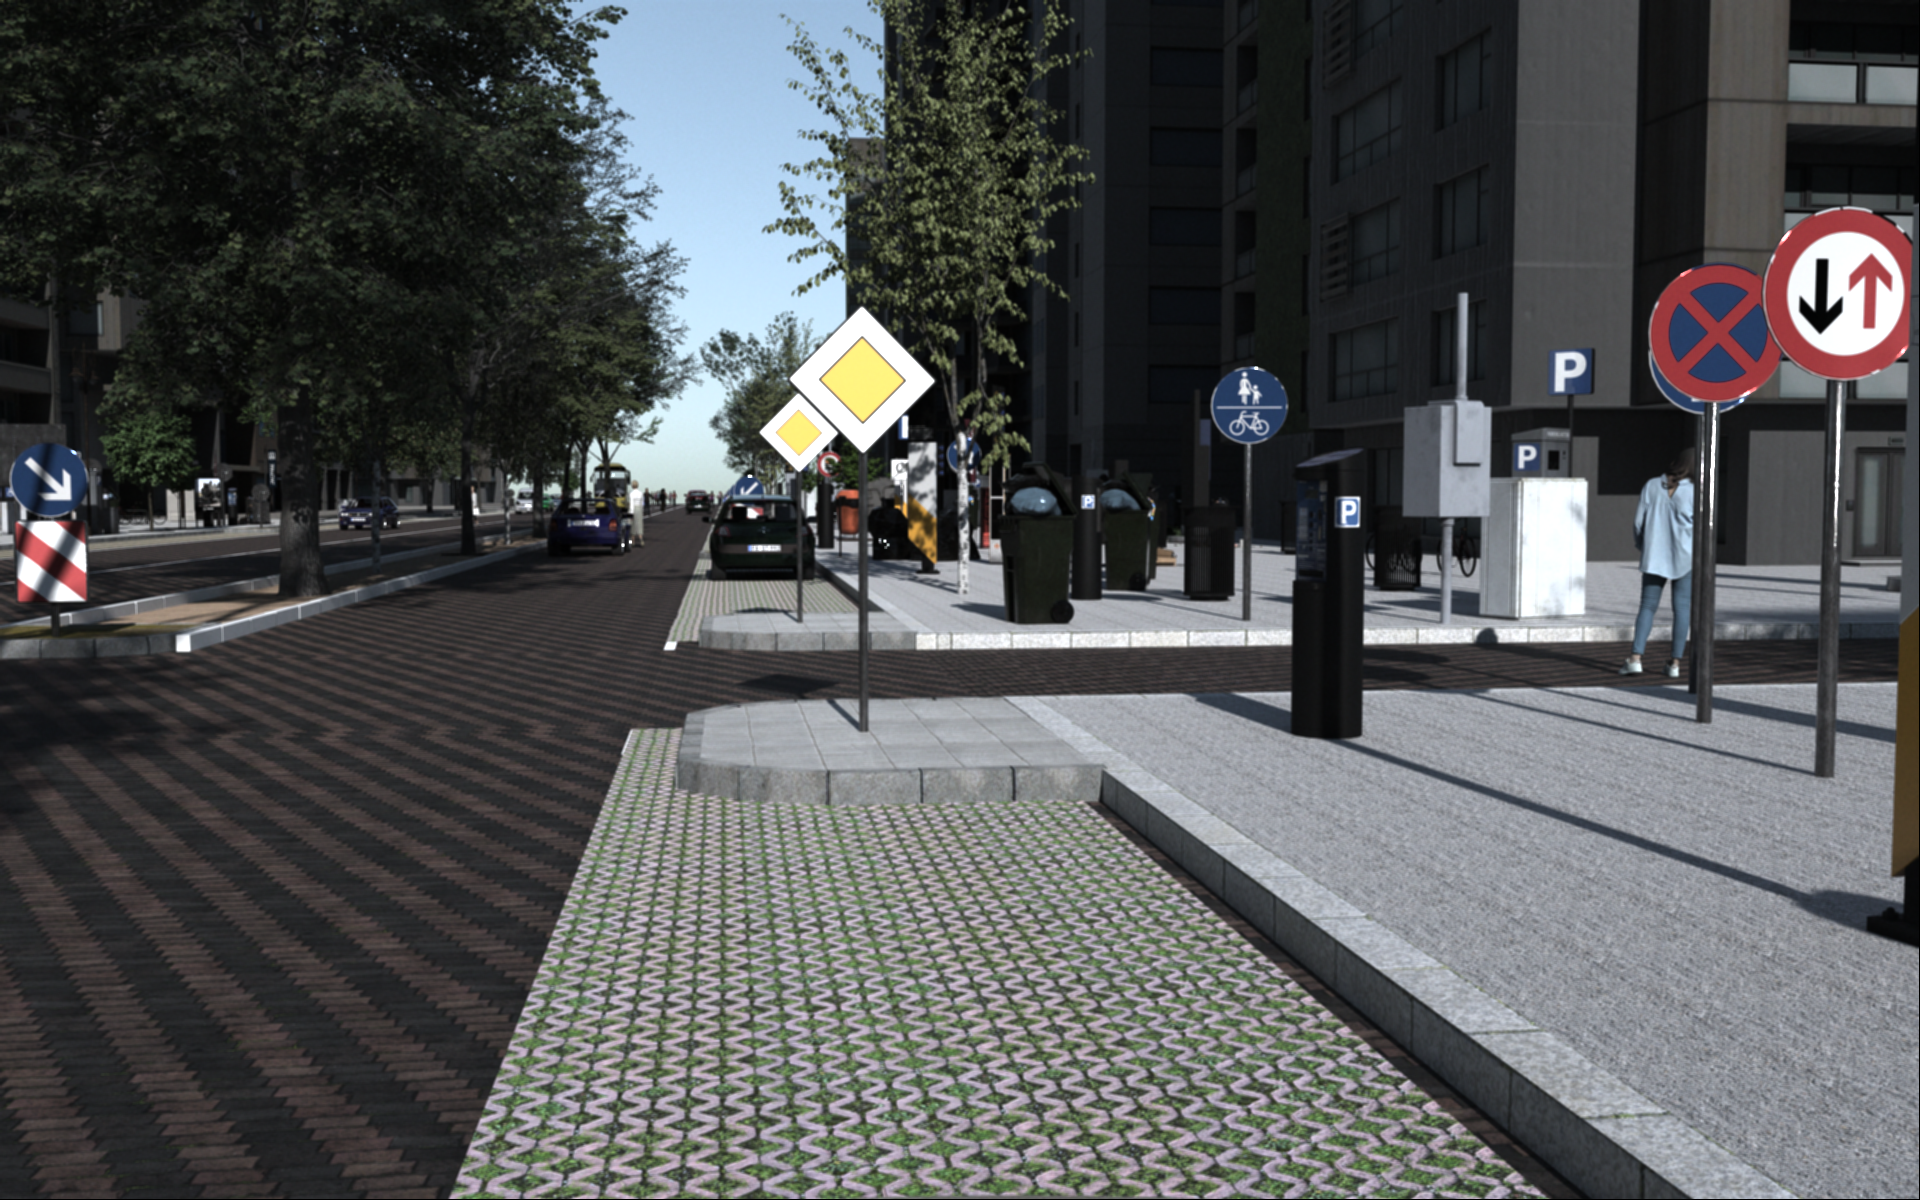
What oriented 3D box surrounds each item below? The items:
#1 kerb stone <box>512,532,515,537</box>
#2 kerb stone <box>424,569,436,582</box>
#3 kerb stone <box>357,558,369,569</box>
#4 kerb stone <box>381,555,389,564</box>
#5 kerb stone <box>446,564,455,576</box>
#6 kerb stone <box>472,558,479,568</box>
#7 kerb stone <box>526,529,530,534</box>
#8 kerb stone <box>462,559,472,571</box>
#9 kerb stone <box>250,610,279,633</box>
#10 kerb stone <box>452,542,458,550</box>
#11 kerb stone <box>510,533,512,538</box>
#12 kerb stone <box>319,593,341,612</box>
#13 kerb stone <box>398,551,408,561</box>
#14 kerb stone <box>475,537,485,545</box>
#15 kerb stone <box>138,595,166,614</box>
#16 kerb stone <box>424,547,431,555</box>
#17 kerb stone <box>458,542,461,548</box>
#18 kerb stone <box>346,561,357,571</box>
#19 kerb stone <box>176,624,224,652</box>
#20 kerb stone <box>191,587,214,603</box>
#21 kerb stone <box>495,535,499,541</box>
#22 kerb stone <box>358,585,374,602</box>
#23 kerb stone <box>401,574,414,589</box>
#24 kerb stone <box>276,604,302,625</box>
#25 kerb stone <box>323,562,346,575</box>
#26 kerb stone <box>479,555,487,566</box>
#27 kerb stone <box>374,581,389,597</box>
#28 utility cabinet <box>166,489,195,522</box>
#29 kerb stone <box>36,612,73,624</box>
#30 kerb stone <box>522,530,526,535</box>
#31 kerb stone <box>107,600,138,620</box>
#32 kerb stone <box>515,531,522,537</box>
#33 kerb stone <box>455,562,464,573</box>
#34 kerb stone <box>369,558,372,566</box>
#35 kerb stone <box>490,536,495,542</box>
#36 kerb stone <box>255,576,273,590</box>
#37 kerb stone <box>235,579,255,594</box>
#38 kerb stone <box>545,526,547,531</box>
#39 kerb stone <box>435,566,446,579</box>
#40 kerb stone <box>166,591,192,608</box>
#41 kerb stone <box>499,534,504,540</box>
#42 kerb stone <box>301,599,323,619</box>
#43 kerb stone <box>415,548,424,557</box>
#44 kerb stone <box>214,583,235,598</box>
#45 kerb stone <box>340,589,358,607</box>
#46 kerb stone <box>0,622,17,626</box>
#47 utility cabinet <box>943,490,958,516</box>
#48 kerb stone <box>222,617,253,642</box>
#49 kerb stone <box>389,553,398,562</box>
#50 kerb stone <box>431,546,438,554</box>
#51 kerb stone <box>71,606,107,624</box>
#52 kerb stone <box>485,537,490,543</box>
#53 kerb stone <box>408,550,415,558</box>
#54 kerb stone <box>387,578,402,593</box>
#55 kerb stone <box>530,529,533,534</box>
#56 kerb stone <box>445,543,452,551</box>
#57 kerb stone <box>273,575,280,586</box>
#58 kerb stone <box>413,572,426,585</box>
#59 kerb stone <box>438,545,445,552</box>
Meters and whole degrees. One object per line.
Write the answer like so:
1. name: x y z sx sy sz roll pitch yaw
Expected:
1. kerb stone: -14.736 -2.104 56.588 0.120 0.150 1.000 0 4 -8
2. kerb stone: -8.788 -0.382 28.440 0.120 0.150 1.000 0 4 -8
3. kerb stone: -11.549 -0.674 33.222 0.120 0.150 1.000 0 4 -8
4. kerb stone: -11.833 -0.798 35.249 0.120 0.150 1.000 0 4 -8
5. kerb stone: -9.065 -0.506 30.474 0.120 0.150 1.000 0 4 -8
6. kerb stone: -9.482 -0.692 33.517 0.120 0.150 1.000 0 4 -8
7. kerb stone: -15.279 -2.352 60.651 0.120 0.150 1.000 0 4 -8
8. kerb stone: -9.344 -0.631 32.504 0.120 0.150 1.000 0 4 -8
9. kerb stone: -7.406 0.243 18.274 0.120 0.150 1.000 0 4 -8
10. kerb stone: -13.074 -1.350 44.395 0.120 0.150 1.000 0 4 -8
11. kerb stone: -14.591 -2.041 55.570 0.120 0.150 1.000 0 4 -8
12. kerb stone: -7.819 0.055 21.320 0.120 0.150 1.000 0 4 -8
13. kerb stone: -12.098 -0.923 37.281 0.120 0.150 1.000 0 4 -8
14. kerb stone: -13.760 -1.669 49.477 0.120 0.150 1.000 0 4 -8
15. kerb stone: -9.898 0.071 21.037 0.120 0.150 1.000 0 4 -8
16. kerb stone: -12.522 -1.109 40.335 0.120 0.150 1.000 0 4 -8
17. kerb stone: -13.206 -1.420 45.408 0.120 0.150 1.000 0 4 -8
18. kerb stone: -11.423 -0.612 32.206 0.120 0.150 1.000 0 4 -8
19. kerb stone: -7.132 0.364 16.244 0.120 0.150 1.000 0 4 -8
20. kerb stone: -10.176 -0.052 23.072 0.120 0.150 1.000 0 4 -8
21. kerb stone: -14.180 -1.855 52.527 0.120 0.150 1.000 0 4 -8
22. kerb stone: -8.096 -0.071 23.361 0.120 0.150 1.000 0 4 -8
23. kerb stone: -8.507 -0.257 26.400 0.120 0.150 1.000 0 4 -8
24. kerb stone: -7.545 0.178 19.286 0.120 0.150 1.000 0 4 -8
25. kerb stone: -11.285 -0.548 31.192 0.120 0.150 1.000 0 4 -8
26. kerb stone: -9.609 -0.754 34.531 0.120 0.150 1.000 0 4 -8
27. kerb stone: -8.233 -0.128 24.374 0.120 0.150 1.000 0 4 -8
28. utility cabinet: -35.892 -4.348 79.775 1.173 1.500 0.318 -2 4 -33
29. kerb stone: -9.496 0.260 17.988 0.120 0.150 1.000 0 4 -8
30. kerb stone: -15.144 -2.285 59.638 0.120 0.150 1.000 0 4 -8
31. kerb stone: -9.765 0.133 20.018 0.120 0.150 1.000 0 4 -8
32. kerb stone: -15.014 -2.228 58.620 0.120 0.150 1.000 0 4 -8
33. kerb stone: -9.203 -0.562 31.492 0.120 0.150 1.000 0 4 -8
34. kerb stone: -11.701 -0.733 34.236 0.120 0.150 1.000 0 4 -8
35. kerb stone: -14.044 -1.793 51.514 0.120 0.150 1.000 0 4 -8
36. kerb stone: -10.591 -0.236 26.110 0.120 0.150 1.000 0 4 -8
37. kerb stone: -10.459 -0.174 25.097 0.120 0.150 1.000 0 4 -8
38. kerb stone: -16.529 -2.904 69.793 0.120 0.150 1.000 0 4 -8
39. kerb stone: -8.924 -0.444 29.456 0.120 0.150 1.000 0 4 -8
40. kerb stone: -10.035 0.009 22.054 0.120 0.150 1.000 0 4 -8
41. kerb stone: -14.314 -1.914 53.540 0.120 0.150 1.000 0 4 -8
42. kerb stone: -7.677 0.120 20.300 0.120 0.150 1.000 0 4 -8
43. kerb stone: -12.381 -1.042 39.317 0.120 0.150 1.000 0 4 -8
44. kerb stone: -10.322 -0.108 24.084 0.120 0.150 1.000 0 4 -8
45. kerb stone: -7.960 -0.008 22.333 0.120 0.150 1.000 0 4 -8
46. kerb stone: -9.345 0.322 16.974 0.120 0.150 1.000 0 4 -8
47. utility cabinet: -0.289 -4.925 89.208 1.173 1.500 0.318 3 4 36
48. kerb stone: -7.267 0.304 17.257 0.120 0.150 1.000 0 4 -8
49. kerb stone: -11.974 -0.853 36.264 0.120 0.150 1.000 0 4 -8
50. kerb stone: -12.658 -1.170 41.348 0.120 0.150 1.000 0 4 -8
51. kerb stone: -9.628 0.195 19.001 0.120 0.150 1.000 0 4 -8
52. kerb stone: -13.898 -1.731 50.489 0.120 0.150 1.000 0 4 -8
53. kerb stone: -12.251 -0.985 38.303 0.120 0.150 1.000 0 4 -8
54. kerb stone: -8.366 -0.195 25.387 0.120 0.150 1.000 0 4 -8
55. kerb stone: -15.422 -2.414 61.662 0.120 0.150 1.000 0 4 -8
56. kerb stone: -12.934 -1.293 43.373 0.120 0.150 1.000 0 4 -8
57. kerb stone: -10.736 -0.301 27.122 0.120 0.150 1.000 0 4 -8
58. kerb stone: -8.649 -0.319 27.421 0.120 0.150 1.000 0 4 -8
59. kerb stone: -12.804 -1.233 42.360 0.120 0.150 1.000 0 4 -8
